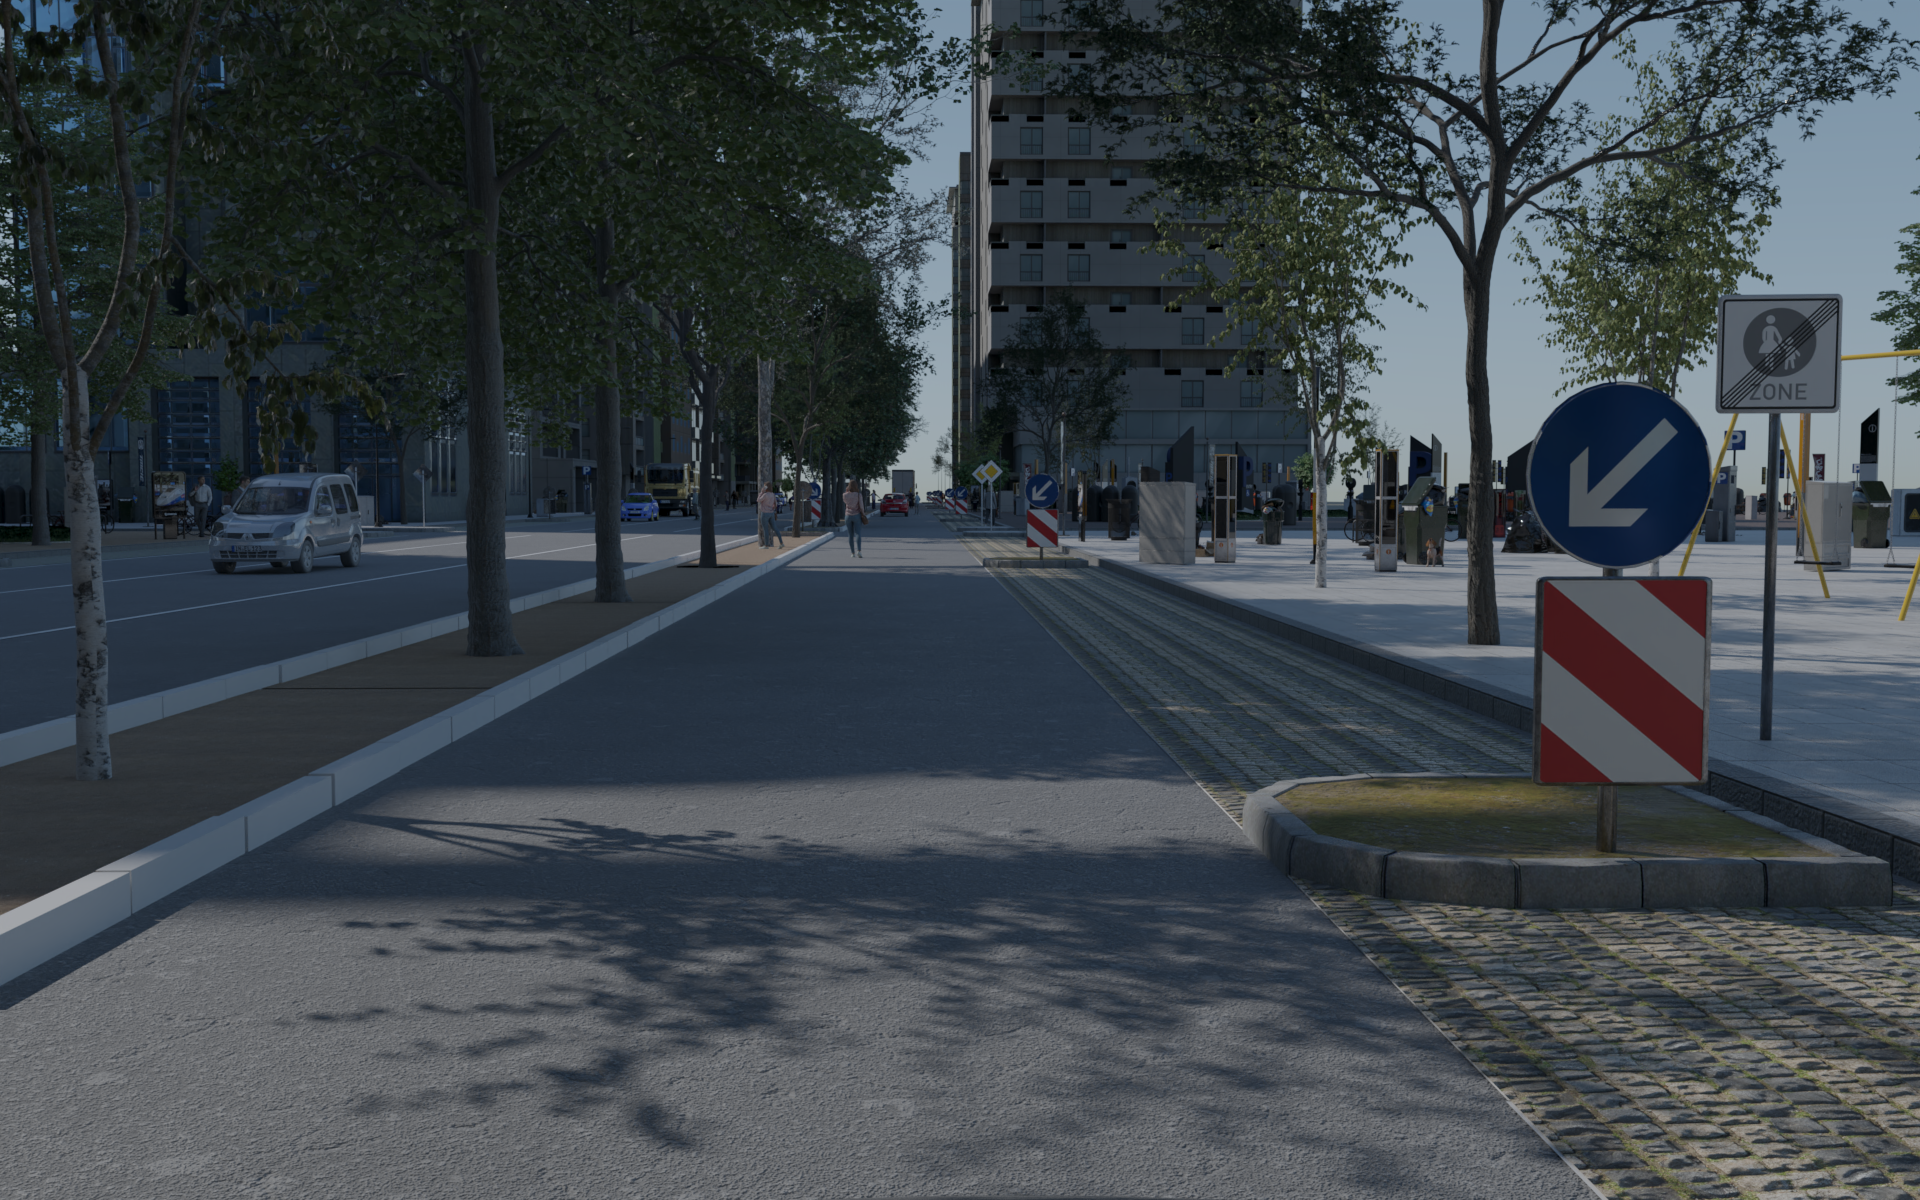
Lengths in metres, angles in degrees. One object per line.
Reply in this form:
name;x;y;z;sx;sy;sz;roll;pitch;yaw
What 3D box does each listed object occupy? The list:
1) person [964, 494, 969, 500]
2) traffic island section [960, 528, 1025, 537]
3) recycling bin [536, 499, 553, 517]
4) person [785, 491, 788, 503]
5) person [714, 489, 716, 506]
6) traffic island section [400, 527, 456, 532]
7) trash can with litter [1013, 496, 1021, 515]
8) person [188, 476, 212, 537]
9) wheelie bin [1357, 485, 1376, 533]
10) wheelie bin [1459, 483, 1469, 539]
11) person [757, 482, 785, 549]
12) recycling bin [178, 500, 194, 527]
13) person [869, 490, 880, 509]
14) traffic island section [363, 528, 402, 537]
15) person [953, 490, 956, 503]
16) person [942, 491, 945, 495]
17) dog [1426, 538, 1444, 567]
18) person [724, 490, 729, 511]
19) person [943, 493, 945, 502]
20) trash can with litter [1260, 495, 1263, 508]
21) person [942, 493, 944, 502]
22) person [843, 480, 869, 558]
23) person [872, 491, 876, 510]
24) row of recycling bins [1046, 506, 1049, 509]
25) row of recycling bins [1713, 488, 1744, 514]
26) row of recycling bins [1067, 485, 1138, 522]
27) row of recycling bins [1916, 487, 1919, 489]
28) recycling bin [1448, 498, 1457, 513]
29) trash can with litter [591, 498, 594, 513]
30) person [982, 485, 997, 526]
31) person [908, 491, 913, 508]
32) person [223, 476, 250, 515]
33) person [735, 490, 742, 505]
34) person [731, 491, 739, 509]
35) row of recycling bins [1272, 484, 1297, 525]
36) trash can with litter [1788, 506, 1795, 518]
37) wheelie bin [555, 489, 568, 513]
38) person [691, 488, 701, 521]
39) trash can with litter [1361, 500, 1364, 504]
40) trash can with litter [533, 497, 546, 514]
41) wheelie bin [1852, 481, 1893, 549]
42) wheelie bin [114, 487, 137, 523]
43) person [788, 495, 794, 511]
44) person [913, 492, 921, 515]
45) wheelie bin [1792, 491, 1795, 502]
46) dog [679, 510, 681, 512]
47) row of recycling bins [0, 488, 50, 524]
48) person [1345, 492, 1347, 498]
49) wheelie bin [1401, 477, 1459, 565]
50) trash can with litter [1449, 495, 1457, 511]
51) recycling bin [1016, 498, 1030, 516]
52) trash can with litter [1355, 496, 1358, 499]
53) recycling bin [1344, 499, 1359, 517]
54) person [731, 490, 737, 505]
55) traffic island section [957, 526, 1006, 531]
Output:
person;0.504;-10.739;181.720;1.348;1.812;0.705;-3;4;-38
traffic island section;1.106;-2.238;58.878;2.009;0.180;2.903;0;4;-2
recycling bin;-23.247;-5.164;96.986;0.722;1.027;0.722;1;4;12
person;-22.101;-12.954;220.398;0.705;1.812;1.348;0;4;7
person;-25.611;-10.715;181.317;0.705;1.814;1.350;-1;4;-9
traffic island section;-20.546;-2.691;66.280;2.009;0.180;2.903;0;4;-2
trash can with litter;3.573;-5.731;105.089;0.624;1.170;1.055;0;4;-5
person;-22.648;-2.781;51.614;0.679;1.850;0.850;-1;4;-14
wheelie bin;13.617;-3.018;57.246;0.980;1.594;0.693;1;4;13
wheelie bin;14.639;-2.554;49.665;0.980;1.594;0.693;1;4;22
person;-4.887;-2.189;44.875;0.643;1.750;0.593;2;4;30
recycling bin;-30.605;-3.401;68.164;0.722;1.027;0.722;-2;4;-35
person;-8.245;-9.630;165.585;1.348;1.869;0.705;-1;4;-13
traffic island section;-20.327;-2.203;58.298;2.009;0.180;2.903;0;4;-2
person;-0.751;-13.976;234.505;0.705;1.831;1.348;0;4;2
person;-2.975;-17.454;291.424;1.348;1.823;0.705;2;4;27
dog;8.378;-0.838;30.533;0.406;0.507;0.540;0;4;-3
person;-20.193;-8.563;149.028;0.750;1.759;0.617;2;4;25
person;-2.606;-16.723;282.728;1.065;1.426;0.557;1;4;19
trash can with litter;19.275;-6.035;109.729;1.678;1.210;2.233;3;4;36
person;-3.047;-17.215;287.464;1.348;1.831;0.705;-3;4;-37
person;-2.366;-1.833;39.059;0.593;1.750;0.643;0;4;8
person;-7.147;-8.253;144.381;0.436;1.711;0.756;1;4;18
row of recycling bins;7.000;-7.546;130.489;3.534;1.692;1.069;1;4;20
row of recycling bins;48.599;-6.354;111.005;3.534;1.692;1.069;-1;4;-11
row of recycling bins;6.693;-4.474;80.261;3.534;1.692;1.069;3;4;37
row of recycling bins;56.904;-5.807;102.049;1.069;1.692;3.534;3;4;37
recycling bin;31.152;-5.891;108.873;0.722;1.027;0.722;-2;4;-32
trash can with litter;-25.581;-6.631;119.799;0.624;1.170;1.055;-2;4;-34
person;1.178;-3.838;71.431;0.709;1.800;0.728;2;4;33
person;-4.981;-10.033;172.987;0.683;1.767;0.568;3;5;41
person;-15.681;-1.793;37.777;0.822;1.834;0.622;-1;4;-12
person;-26.886;-12.368;208.347;1.348;1.812;0.705;-1;4;-12
person;-21.867;-9.722;168.278;0.721;1.723;1.217;-3;5;-44
row of recycling bins;13.523;-3.992;72.377;1.069;1.692;3.534;1;4;9
trash can with litter;44.386;-4.879;90.834;1.678;1.210;2.233;-3;5;-40
wheelie bin;-26.996;-6.704;117.515;0.693;1.594;0.980;2;4;29
person;-14.267;-5.178;93.643;0.515;1.767;0.782;-1;4;-8
trash can with litter;30.437;-7.176;128.384;2.233;1.210;1.678;0;4;-5
trash can with litter;-27.145;-6.155;112.017;1.055;1.170;0.624;1;4;14
wheelie bin;21.518;-2.023;40.984;0.980;1.594;0.693;-1;4;-13
wheelie bin;-36.872;-4.201;76.591;0.980;1.594;0.693;-1;4;-13
person;-14.568;-8.480;150.380;0.697;1.427;0.421;0;4;4
person;-2.971;-6.695;119.778;0.330;1.601;0.589;3;5;43
wheelie bin;53.447;-6.271;110.440;0.693;1.594;0.980;2;4;35
dog;-20.211;-6.499;125.544;0.406;0.507;0.540;0;4;-3
row of recycling bins;-41.339;-4.155;75.054;3.534;1.692;1.069;-1;4;-8
person;49.904;-13.050;222.695;1.217;1.723;0.721;-3;5;-41
wheelie bin;8.489;-1.449;31.597;0.693;1.594;0.980;-1;4;-13
trash can with litter;35.944;-7.170;128.293;1.678;1.210;2.233;0;4;-2
recycling bin;3.773;-5.430;101.337;0.722;1.027;0.722;-3;5;-45
trash can with litter;32.464;-7.905;140.639;0.624;1.170;1.055;0;4;2
recycling bin;22.265;-5.262;98.583;0.722;1.027;0.722;2;4;24
person;-27.010;-12.264;207.109;0.990;1.755;0.434;2;4;28
traffic island section;0.888;-2.727;66.860;2.009;0.180;2.903;0;4;-2
